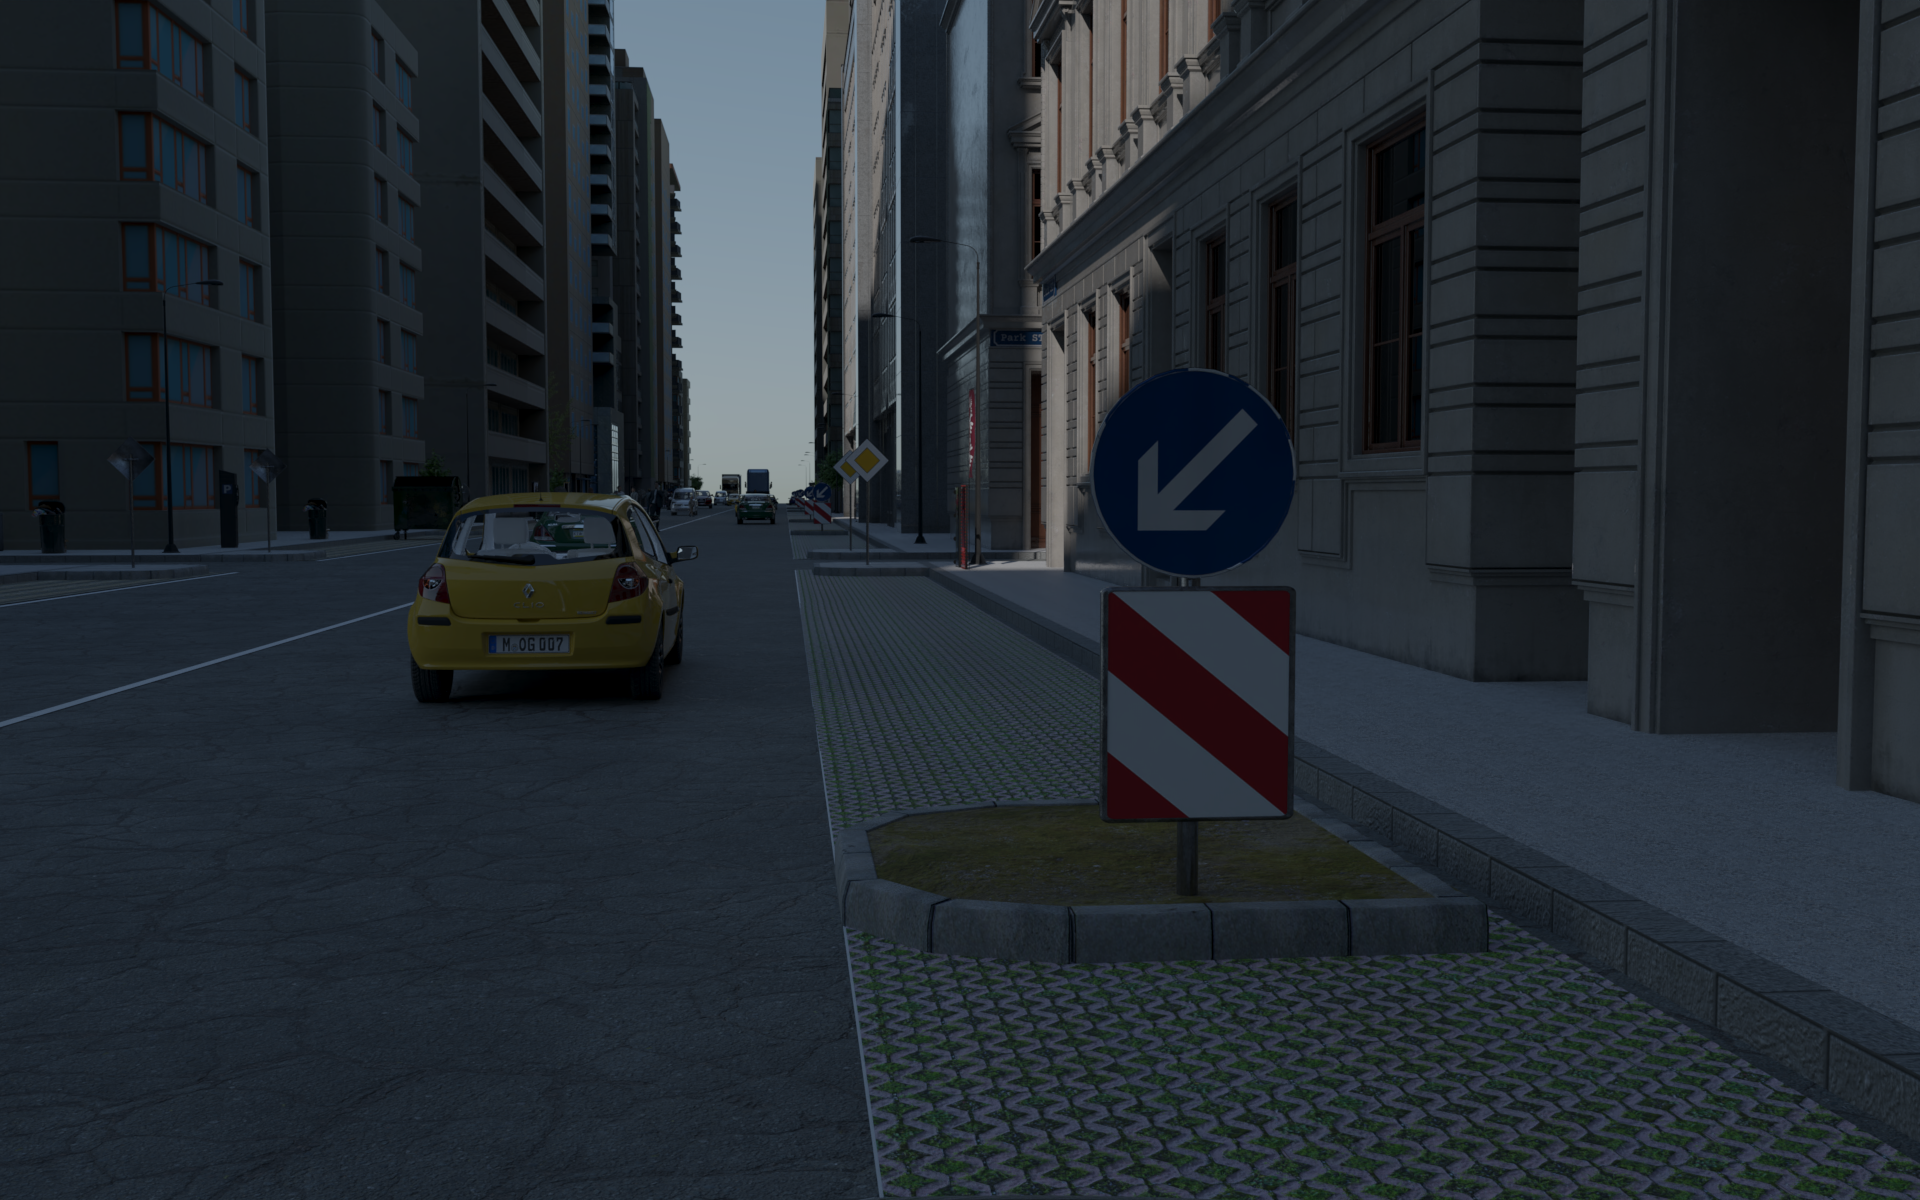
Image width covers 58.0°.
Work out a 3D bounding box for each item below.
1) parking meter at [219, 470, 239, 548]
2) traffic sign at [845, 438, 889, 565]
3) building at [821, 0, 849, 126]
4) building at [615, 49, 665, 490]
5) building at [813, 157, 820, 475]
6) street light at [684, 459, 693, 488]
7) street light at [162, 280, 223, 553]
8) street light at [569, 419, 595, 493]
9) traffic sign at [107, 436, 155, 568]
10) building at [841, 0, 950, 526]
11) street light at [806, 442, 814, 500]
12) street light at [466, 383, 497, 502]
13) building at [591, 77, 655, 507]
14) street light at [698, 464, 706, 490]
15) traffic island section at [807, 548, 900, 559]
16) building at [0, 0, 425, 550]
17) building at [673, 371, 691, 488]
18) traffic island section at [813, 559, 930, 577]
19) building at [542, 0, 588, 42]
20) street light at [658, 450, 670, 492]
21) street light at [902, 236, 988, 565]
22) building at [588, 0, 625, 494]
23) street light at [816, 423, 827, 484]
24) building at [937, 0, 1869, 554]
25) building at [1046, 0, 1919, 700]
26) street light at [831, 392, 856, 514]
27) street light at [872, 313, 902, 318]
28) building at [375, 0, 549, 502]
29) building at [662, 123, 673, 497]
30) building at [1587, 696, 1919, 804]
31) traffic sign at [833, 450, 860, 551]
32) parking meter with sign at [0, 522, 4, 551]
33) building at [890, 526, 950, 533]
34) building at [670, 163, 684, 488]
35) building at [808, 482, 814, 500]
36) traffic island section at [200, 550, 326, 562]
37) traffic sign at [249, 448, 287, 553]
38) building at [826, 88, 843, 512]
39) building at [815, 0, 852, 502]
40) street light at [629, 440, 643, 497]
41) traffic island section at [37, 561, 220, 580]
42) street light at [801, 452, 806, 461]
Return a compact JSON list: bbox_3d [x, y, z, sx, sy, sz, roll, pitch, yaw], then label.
[{"bbox_3d":[-17.420,-2.177,41.303,0.399,1.863,0.255,-1,4,-11],"label":"parking meter"},{"bbox_3d":[-1.677,-1.691,31.283,0.795,2.450,0.064,0,4,-6],"label":"traffic sign"},{"bbox_3d":[-2.258,-33.136,165.474,21.300,48.544,21.600,0,4,-6],"label":"building"},{"bbox_3d":[-38.810,-32.309,178.360,14.600,45.320,14.200,0,4,-6],"label":"building"},{"bbox_3d":[-9.214,-37.558,237.775,21.300,48.544,21.600,0,4,-6],"label":"building"},{"bbox_3d":[-36.308,-15.852,231.728,1.470,5.913,1.316,0,4,-6],"label":"street light"},{"bbox_3d":[-16.662,-3.981,37.635,1.470,5.913,1.316,0,4,-6],"label":"street light"},{"bbox_3d":[-23.693,-8.270,107.756,1.470,5.913,1.316,0,4,-6],"label":"street light"},{"bbox_3d":[-14.358,-1.614,30.024,0.795,2.450,0.064,0,4,-6],"label":"traffic sign"},{"bbox_3d":[0.457,-16.437,86.763,12.078,24.808,19.932,0,4,-6],"label":"building"},{"bbox_3d":[-12.836,-11.156,154.937,1.470,5.913,1.316,0,4,-6],"label":"street light"},{"bbox_3d":[-20.111,-6.126,72.702,1.470,5.913,1.316,0,4,-6],"label":"street light"},{"bbox_3d":[-36.773,-29.413,164.502,14.154,41.232,14.086,0,4,-6],"label":"building"},{"bbox_3d":[-39.697,-17.964,266.244,1.470,5.913,1.316,0,4,-6],"label":"street light"},{"bbox_3d":[-2.458,-1.041,39.307,2.009,0.180,2.903,0,4,-6],"label":"traffic island section"},{"bbox_3d":[-33.462,-12.676,52.297,27.650,21.520,28.899,0,4,-6],"label":"building"},{"bbox_3d":[-53.874,-24.875,251.745,27.650,21.520,28.899,0,4,-6],"label":"building"},{"bbox_3d":[-1.654,-0.555,31.362,2.009,0.180,2.903,0,4,-6],"label":"traffic island section"},{"bbox_3d":[-33.230,-28.690,119.192,14.600,45.320,14.200,0,4,-6],"label":"building"},{"bbox_3d":[-31.368,-12.899,183.438,1.470,5.913,1.316,0,4,-6],"label":"street light"},{"bbox_3d":[-0.212,-3.599,31.381,1.470,5.913,1.316,0,4,-6],"label":"street light"},{"bbox_3d":[-38.537,-50.621,140.326,22.319,86.520,31.000,0,4,-6],"label":"building"},{"bbox_3d":[-8.621,-8.637,113.756,1.470,5.913,1.316,0,4,-6],"label":"street light"},{"bbox_3d":[9.902,-12.769,44.923,21.152,22.565,11.583,0,4,-6],"label":"building"},{"bbox_3d":[7.447,-11.323,21.280,11.583,22.565,21.152,0,4,-6],"label":"building"},{"bbox_3d":[-5.176,-6.526,79.246,1.470,5.913,1.316,0,4,-6],"label":"street light"},{"bbox_3d":[-1.564,-4.407,44.600,1.470,5.913,1.316,0,4,-6],"label":"street light"},{"bbox_3d":[-32.726,-28.208,84.903,21.300,48.544,21.600,0,4,-6],"label":"building"},{"bbox_3d":[-41.082,-33.738,201.731,14.600,45.320,14.200,0,4,-6],"label":"building"},{"bbox_3d":[9.577,-10.038,0.276,11.583,22.565,21.152,0,4,-6],"label":"building"},{"bbox_3d":[-2.481,-2.176,39.228,0.795,2.450,0.064,0,4,-6],"label":"traffic sign"},{"bbox_3d":[-22.234,-2.576,38.371,1.738,3.016,0.543,-2,4,-33],"label":"parking meter with sign"},{"bbox_3d":[3.062,-15.169,66.043,12.078,24.808,19.932,0,4,-6],"label":"building"},{"bbox_3d":[-47.256,-34.746,222.727,22.147,44.769,28.867,0,4,-6],"label":"building"},{"bbox_3d":[-6.797,-34.886,262.272,32.217,40.220,23.993,0,4,-6],"label":"building"},{"bbox_3d":[-15.185,-0.963,38.028,2.009,0.180,2.903,0,4,-6],"label":"traffic island section"},{"bbox_3d":[-15.163,-2.099,37.969,0.795,2.450,0.064,0,4,-6],"label":"traffic sign"},{"bbox_3d":[-2.787,-21.751,127.334,14.160,30.474,14.107,0,4,-6],"label":"building"},{"bbox_3d":[-7.841,-47.572,216.049,20.563,71.187,20.611,0,4,-6],"label":"building"},{"bbox_3d":[-27.879,-10.788,148.932,1.470,5.913,1.316,0,4,-6],"label":"street light"},{"bbox_3d":[-14.381,-0.477,30.083,2.009,0.180,2.903,0,4,-6],"label":"traffic island section"},{"bbox_3d":[-17.500,-14.055,202.342,1.470,5.913,1.316,0,4,-6],"label":"street light"}]
